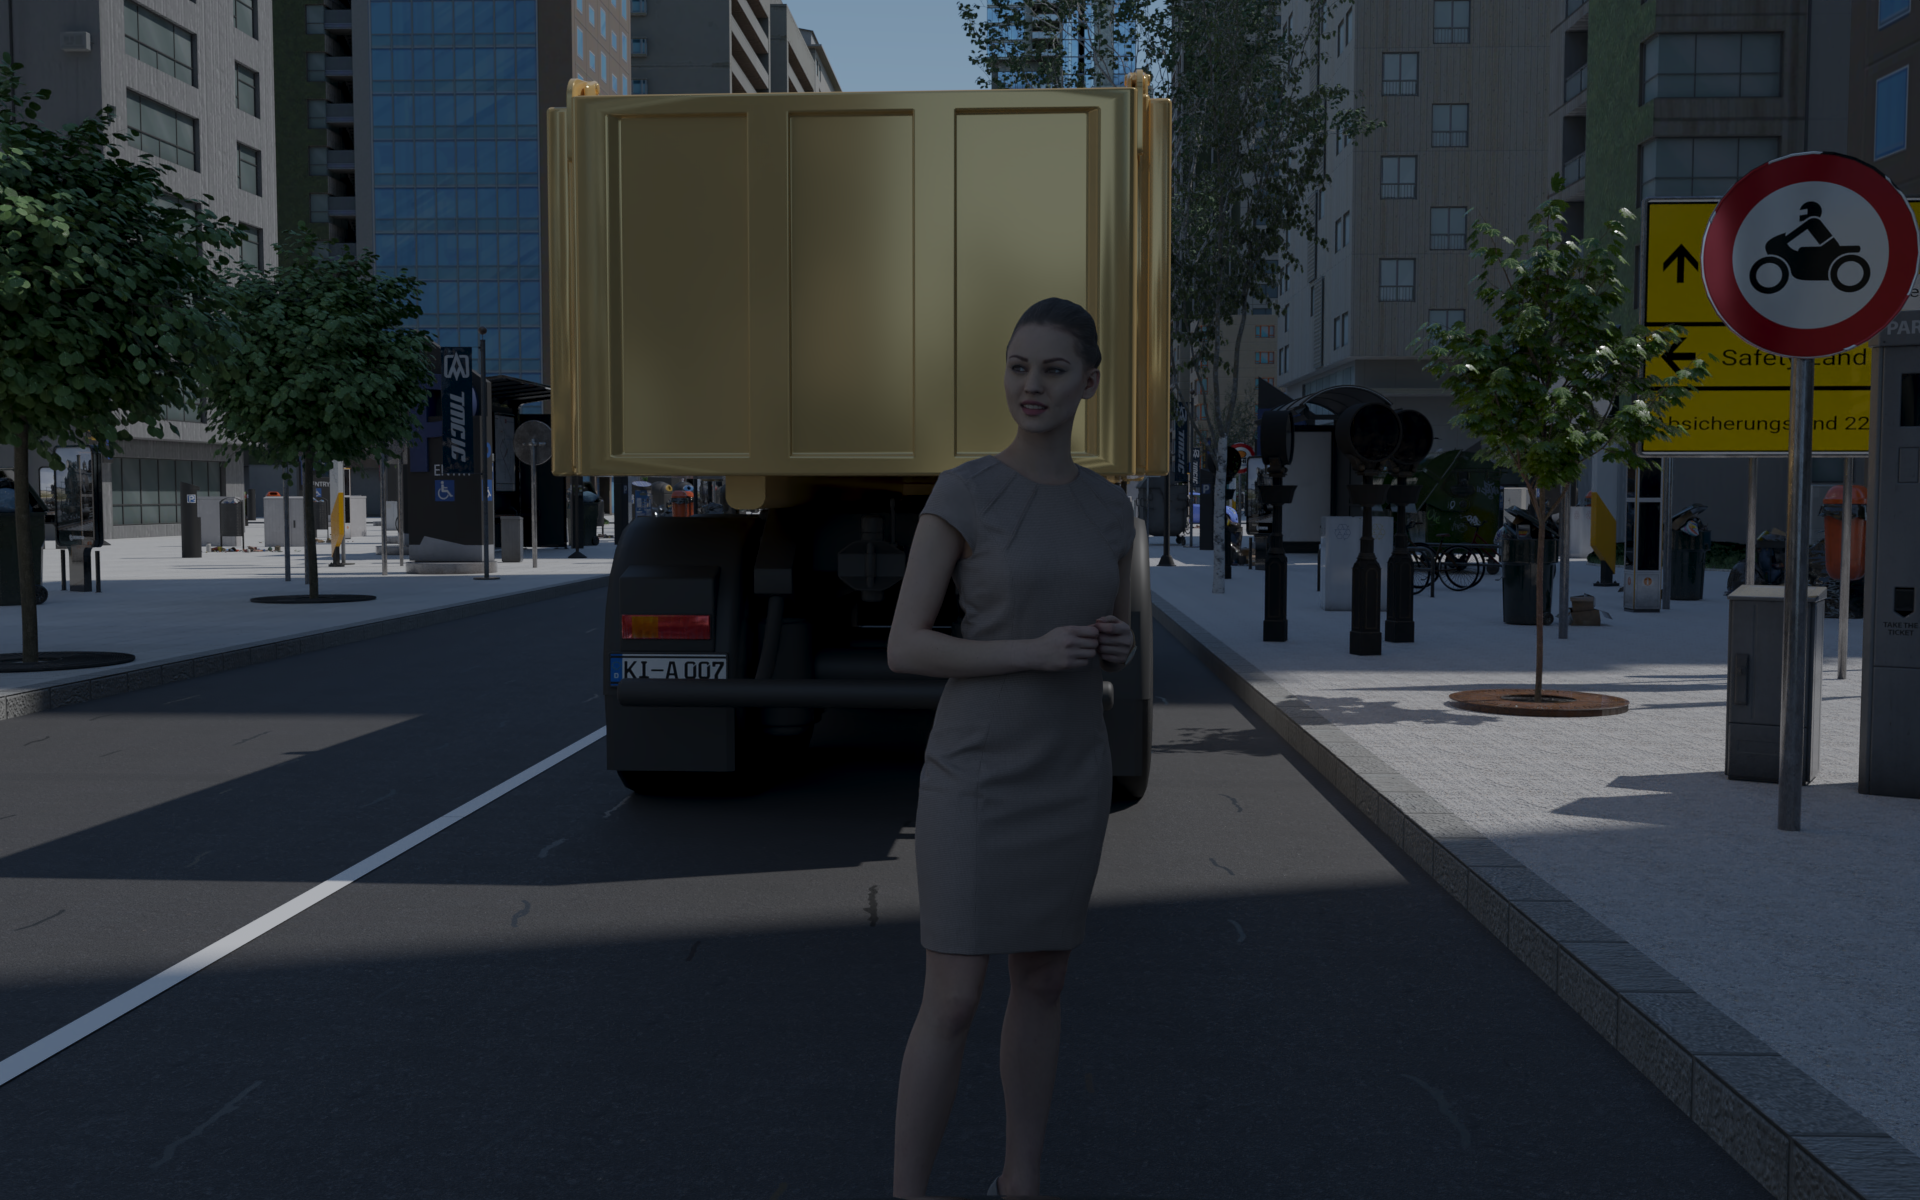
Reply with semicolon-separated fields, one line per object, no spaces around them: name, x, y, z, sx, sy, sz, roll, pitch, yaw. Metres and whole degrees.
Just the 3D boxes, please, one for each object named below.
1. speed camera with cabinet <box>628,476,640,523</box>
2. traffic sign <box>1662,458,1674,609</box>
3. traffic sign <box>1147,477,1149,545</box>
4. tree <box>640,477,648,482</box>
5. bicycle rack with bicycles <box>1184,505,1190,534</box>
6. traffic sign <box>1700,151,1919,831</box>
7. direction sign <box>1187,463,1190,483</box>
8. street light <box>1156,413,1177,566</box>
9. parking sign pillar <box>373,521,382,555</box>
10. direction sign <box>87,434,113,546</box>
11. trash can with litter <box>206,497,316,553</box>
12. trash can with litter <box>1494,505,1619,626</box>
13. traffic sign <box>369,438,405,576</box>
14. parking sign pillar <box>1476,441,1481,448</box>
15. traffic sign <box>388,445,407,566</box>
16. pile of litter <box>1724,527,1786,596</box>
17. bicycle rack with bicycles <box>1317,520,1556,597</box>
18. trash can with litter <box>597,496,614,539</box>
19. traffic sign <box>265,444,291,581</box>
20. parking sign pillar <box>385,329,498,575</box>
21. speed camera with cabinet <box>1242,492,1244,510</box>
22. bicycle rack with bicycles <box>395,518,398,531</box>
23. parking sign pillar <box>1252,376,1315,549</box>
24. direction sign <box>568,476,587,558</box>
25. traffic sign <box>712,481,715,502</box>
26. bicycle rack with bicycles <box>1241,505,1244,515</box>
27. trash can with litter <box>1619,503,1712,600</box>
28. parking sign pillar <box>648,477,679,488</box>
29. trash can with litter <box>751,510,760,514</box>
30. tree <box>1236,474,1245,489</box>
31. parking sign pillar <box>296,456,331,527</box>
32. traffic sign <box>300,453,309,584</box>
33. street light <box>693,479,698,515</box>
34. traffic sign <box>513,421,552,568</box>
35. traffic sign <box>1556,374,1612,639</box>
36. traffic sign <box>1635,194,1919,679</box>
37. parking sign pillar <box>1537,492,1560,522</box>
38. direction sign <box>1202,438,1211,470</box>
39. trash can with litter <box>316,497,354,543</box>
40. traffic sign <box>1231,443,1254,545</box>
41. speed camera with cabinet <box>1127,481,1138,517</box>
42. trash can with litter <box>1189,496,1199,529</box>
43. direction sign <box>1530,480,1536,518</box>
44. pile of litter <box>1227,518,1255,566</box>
speed camera with cabinet;-9.097;-3.235;47.233;0.660;3.252;2.038;-1;4;-13
traffic sign;7.867;-1.169;19.218;0.768;2.556;0.104;1;4;11
traffic sign;4.561;-2.441;42.035;0.606;2.300;0.079;0;4;4
tree;-15.914;-5.857;90.362;1.663;3.219;1.824;0;3;0
bicycle rack with bicycles;7.517;-2.614;56.129;2.852;0.926;2.925;0;4;6
traffic sign;3.172;-0.394;6.548;0.768;2.556;0.104;1;4;10
direction sign;17.068;-8.262;127.088;0.876;3.537;0.379;1;4;20
street light;3.140;-3.558;30.716;1.470;5.913;1.316;0;4;2
parking sign pillar;-11.714;-2.959;36.849;1.447;3.967;1.447;-2;4;-24
direction sign;-21.411;-3.128;43.147;0.379;3.537;0.876;1;4;15
trash can with litter;-15.764;-1.665;38.280;2.233;1.210;1.678;0;4;3
trash can with litter;5.838;-0.348;17.070;1.055;1.170;0.624;0;4;7
traffic sign;-9.069;-1.659;27.228;0.768;2.556;0.104;1;4;9
parking sign pillar;25.211;-5.964;85.976;1.447;3.967;1.447;1;4;23
traffic sign;-9.936;-1.880;30.750;0.884;2.594;0.081;0;4;7
pile of litter;10.505;-0.488;21.945;1.719;0.858;1.176;0;4;4
bicycle rack with bicycles;5.972;-0.583;22.921;2.852;0.926;2.925;-3;4;-39
trash can with litter;-10.692;-2.382;50.011;1.678;1.210;2.233;1;4;13
traffic sign;-9.887;-1.547;25.402;0.768;2.556;0.104;0;4;7
parking sign pillar;-8.297;-2.428;28.163;1.447;3.967;1.447;1;4;12
speed camera with cabinet;23.599;-9.058;142.438;2.038;3.252;0.660;0;4;6
bicycle rack with bicycles;-16.645;-2.635;56.469;2.925;0.926;2.852;3;5;42
parking sign pillar;7.382;-3.115;39.400;1.447;3.967;1.447;2;4;25
direction sign;-7.656;-2.603;34.551;0.876;3.537;0.379;-2;4;-32
traffic sign;-7.361;-3.162;51.797;0.768;2.556;0.104;1;4;11
bicycle rack with bicycles;18.678;-5.635;105.516;2.852;0.926;2.925;-3;5;-45
trash can with litter;8.577;-0.596;21.127;0.624;1.170;1.055;-3;5;-43
parking sign pillar;-11.191;-4.703;65.367;1.447;3.967;1.447;3;4;37
trash can with litter;-14.588;-7.280;130.084;2.233;1.210;1.678;-1;4;-8
tree;22.973;-9.198;134.094;4.285;4.588;4.351;0;3;0
parking sign pillar;-25.199;-4.843;67.660;1.447;3.967;1.447;-2;4;-33
traffic sign;-9.282;-1.502;24.554;0.884;2.594;0.081;0;4;4
street light;-5.526;-4.101;39.600;1.470;5.913;1.316;0;4;2
traffic sign;-7.396;-1.832;30.058;0.768;2.556;0.104;0;4;8
traffic sign;5.351;-0.929;15.289;0.768;2.556;0.104;1;4;10
traffic sign;5.792;-1.103;11.913;2.265;3.308;0.079;0;4;3
parking sign pillar;23.112;-4.818;67.242;1.447;3.967;1.447;0;4;-1
direction sign;9.957;-4.770;69.979;0.379;3.537;0.876;-1;4;-13
trash can with litter;-17.301;-2.117;45.674;2.233;1.210;1.678;0;4;-4
traffic sign;6.955;-2.625;43.026;0.768;2.556;0.104;0;4;7
speed camera with cabinet;6.271;-4.334;65.196;0.660;3.252;2.038;0;4;-6
trash can with litter;8.713;-3.281;64.707;1.678;1.210;2.233;-3;4;-38
direction sign;6.762;-1.738;20.409;0.379;3.537;0.876;0;4;-4
pile of litter;5.193;-1.077;31.582;1.176;0.858;1.719;2;4;23
